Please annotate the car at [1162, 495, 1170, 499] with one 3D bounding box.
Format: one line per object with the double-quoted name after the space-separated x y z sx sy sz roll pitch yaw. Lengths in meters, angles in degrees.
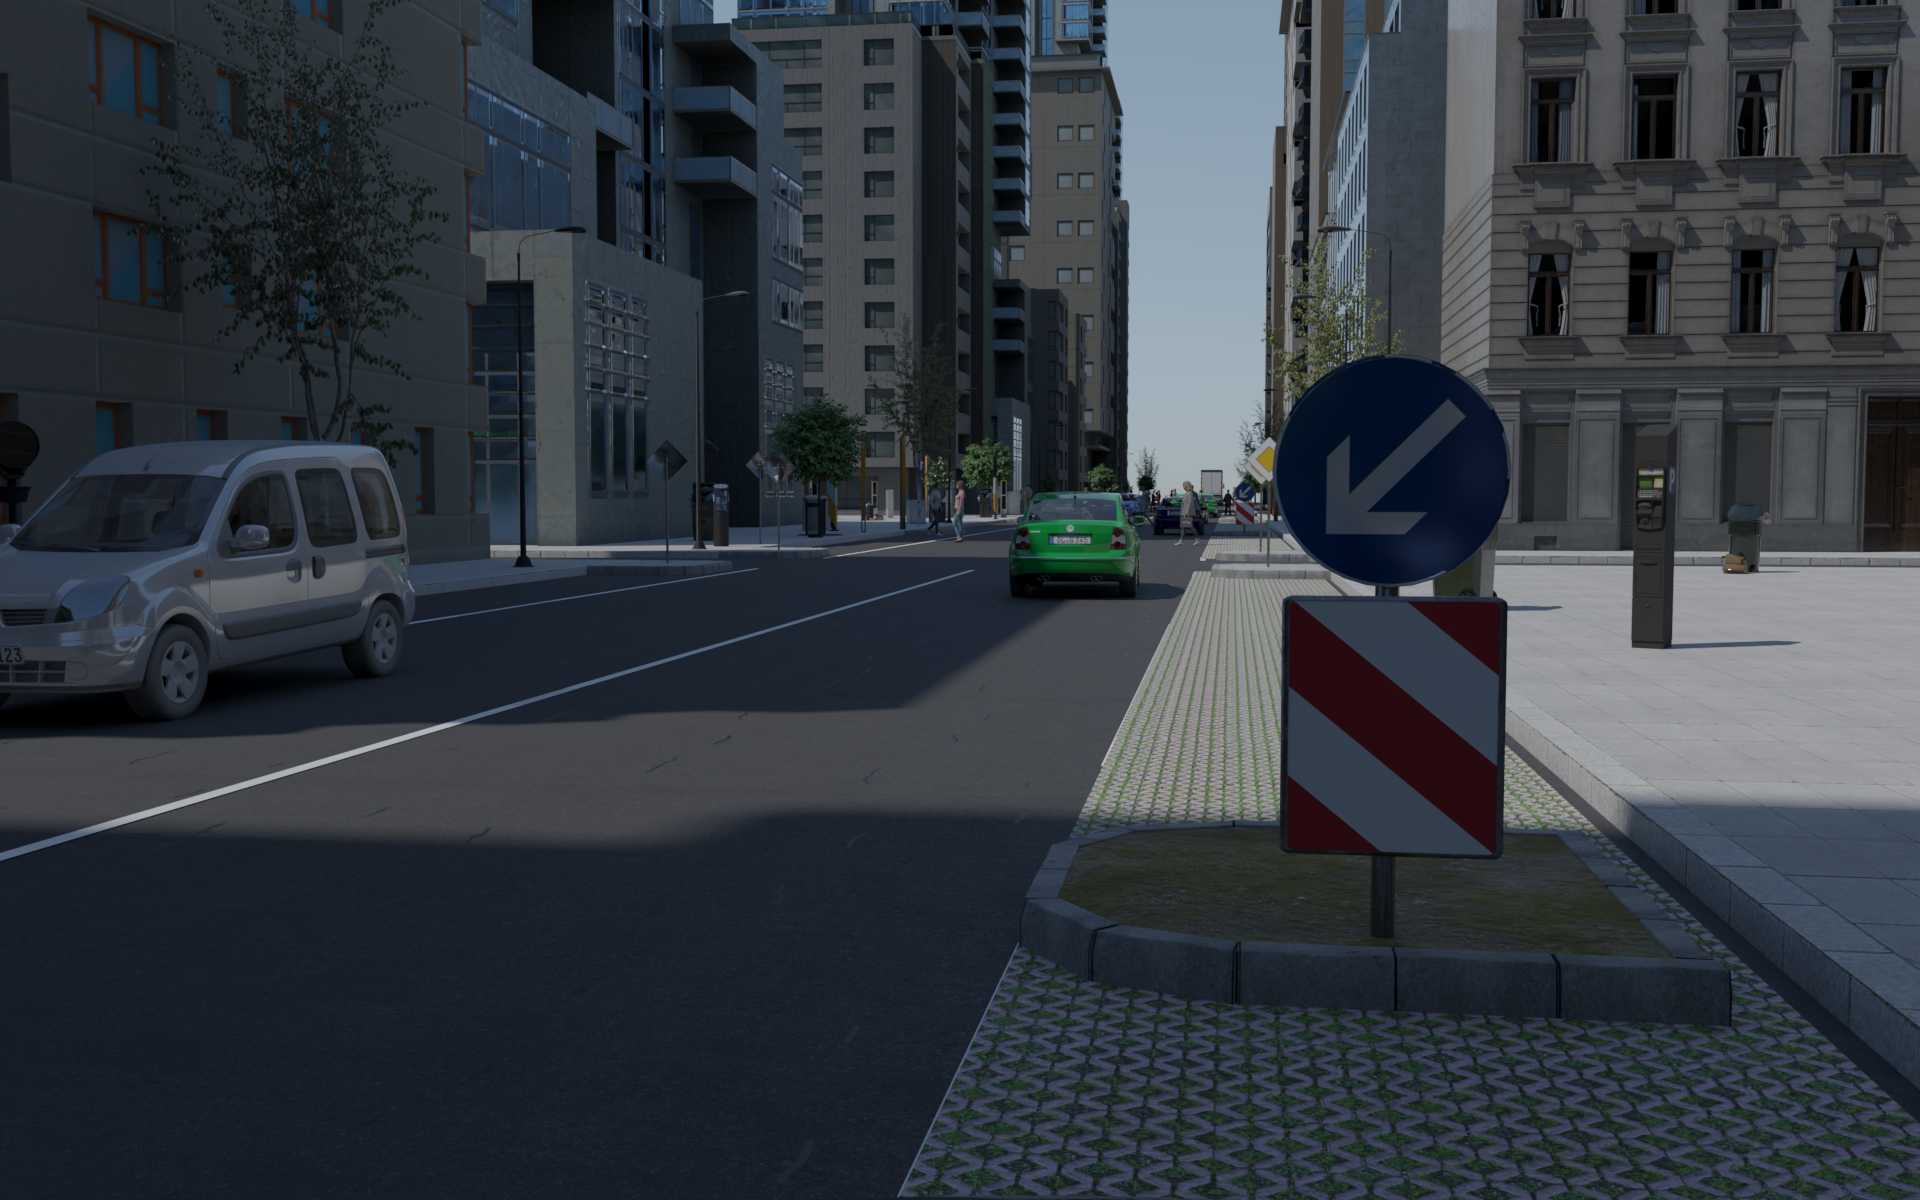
25.891 -12.290 213.523 1.945 1.354 3.894 1 4 8 "car"

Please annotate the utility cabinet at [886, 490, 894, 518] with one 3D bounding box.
-3.757 -5.115 92.307 0.318 1.500 1.173 0 4 -8 "utility cabinet"

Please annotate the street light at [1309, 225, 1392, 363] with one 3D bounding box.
6.866 -3.515 30.013 1.470 5.913 1.316 1 4 9 "street light"

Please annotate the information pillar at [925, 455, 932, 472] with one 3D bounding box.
-1.809 -6.677 100.515 0.504 3.616 0.183 3 4 38 "information pillar"

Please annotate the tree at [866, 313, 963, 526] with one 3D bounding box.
-1.670 -7.294 69.615 4.360 8.622 3.978 0 3 0 "tree"

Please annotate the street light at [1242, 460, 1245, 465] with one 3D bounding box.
33.192 -13.793 198.061 1.470 5.913 1.316 1 4 9 "street light"

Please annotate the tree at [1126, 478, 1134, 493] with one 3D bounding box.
20.095 -13.005 207.236 1.663 3.219 1.824 0 3 0 "tree"

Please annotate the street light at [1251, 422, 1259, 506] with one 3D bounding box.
20.155 -8.712 114.975 1.470 5.913 1.316 1 4 9 "street light"

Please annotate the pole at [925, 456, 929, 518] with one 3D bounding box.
-1.748 -6.028 92.393 0.158 3.312 0.155 0 3 0 "pole"

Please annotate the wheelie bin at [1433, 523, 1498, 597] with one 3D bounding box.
5.549 -0.688 19.153 0.693 1.594 0.980 3 4 37 "wheelie bin"

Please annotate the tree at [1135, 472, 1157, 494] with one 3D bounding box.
27.097 -16.478 253.125 4.285 4.588 4.351 0 3 0 "tree"

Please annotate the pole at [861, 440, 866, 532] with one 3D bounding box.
-3.243 -3.933 58.150 0.158 3.312 0.155 0 3 0 "pole"

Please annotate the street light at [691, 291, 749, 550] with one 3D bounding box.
-5.513 -4.121 39.915 1.470 5.913 1.316 1 4 9 "street light"

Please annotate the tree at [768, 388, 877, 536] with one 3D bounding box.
-4.271 -4.281 53.700 4.285 4.588 4.351 0 3 0 "tree"

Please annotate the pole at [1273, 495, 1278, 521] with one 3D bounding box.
14.816 -5.341 81.168 0.158 3.312 0.155 0 3 0 "pole"

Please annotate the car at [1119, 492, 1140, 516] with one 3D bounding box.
11.145 -6.537 116.466 1.945 1.707 3.694 1 4 11 "car"

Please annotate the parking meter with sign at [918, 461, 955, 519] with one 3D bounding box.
-1.285 -5.799 91.075 1.738 3.016 0.543 2 4 26 "parking meter with sign"

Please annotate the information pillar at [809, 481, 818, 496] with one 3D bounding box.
-6.632 -4.519 78.379 0.304 2.012 0.304 -2 4 -27 "information pillar"

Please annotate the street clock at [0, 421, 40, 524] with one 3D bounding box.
-9.461 -0.779 17.304 0.358 2.002 0.471 3 5 42 "street clock"

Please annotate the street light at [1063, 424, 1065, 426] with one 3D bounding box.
6.312 -8.747 115.556 1.470 5.913 1.316 1 4 9 "street light"

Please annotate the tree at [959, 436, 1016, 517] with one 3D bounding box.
1.594 -6.948 97.308 4.285 4.588 4.351 0 3 0 "tree"

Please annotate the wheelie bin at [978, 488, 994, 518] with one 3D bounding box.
1.419 -5.265 93.997 0.980 1.594 0.693 1 4 11 "wheelie bin"

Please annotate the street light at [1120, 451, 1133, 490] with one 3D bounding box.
19.073 -13.772 197.720 1.470 5.913 1.316 1 4 9 "street light"

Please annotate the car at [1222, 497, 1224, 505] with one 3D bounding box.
33.053 -12.937 223.519 2.014 1.417 4.499 0 4 7 "car"

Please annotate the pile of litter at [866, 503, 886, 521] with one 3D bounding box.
-4.167 -4.313 84.484 1.176 0.858 1.719 3 5 40 "pile of litter"

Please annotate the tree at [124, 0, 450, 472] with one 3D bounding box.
-8.849 -4.479 23.601 4.360 8.622 3.978 0 3 0 "tree"

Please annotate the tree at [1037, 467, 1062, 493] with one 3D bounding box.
6.310 -7.951 124.593 1.663 3.219 1.824 0 3 0 "tree"

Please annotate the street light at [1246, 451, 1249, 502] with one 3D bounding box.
25.888 -10.912 150.954 1.470 5.913 1.316 1 4 9 "street light"

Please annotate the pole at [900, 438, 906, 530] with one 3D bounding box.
-2.070 -4.207 62.622 0.158 3.312 0.155 0 3 0 "pole"

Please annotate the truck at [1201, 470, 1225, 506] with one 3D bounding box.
29.791 -13.195 204.649 2.839 4.237 11.283 1 4 9 "truck"

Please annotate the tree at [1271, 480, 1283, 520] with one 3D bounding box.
16.598 -5.634 86.724 1.663 3.219 1.824 0 3 0 "tree"

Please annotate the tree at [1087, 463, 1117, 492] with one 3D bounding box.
14.841 -12.124 181.943 4.285 4.588 4.351 0 3 0 "tree"

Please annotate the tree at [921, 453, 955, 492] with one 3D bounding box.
-1.040 -5.309 81.396 1.663 3.219 1.824 0 3 0 "tree"

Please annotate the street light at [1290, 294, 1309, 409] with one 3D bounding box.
8.407 -4.144 40.288 1.470 5.913 1.316 1 4 9 "street light"

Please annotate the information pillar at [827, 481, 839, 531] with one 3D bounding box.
-4.412 -4.199 60.005 0.183 3.616 0.504 -3 4 -37 "information pillar"

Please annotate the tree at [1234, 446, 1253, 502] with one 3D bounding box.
43.825 -19.157 263.582 4.360 8.622 3.978 0 3 0 "tree"

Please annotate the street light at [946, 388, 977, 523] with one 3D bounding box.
0.053 -6.342 76.239 1.470 5.913 1.316 1 4 9 "street light"

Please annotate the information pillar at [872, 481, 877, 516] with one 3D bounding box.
-4.963 -5.877 100.584 0.304 2.012 0.304 -1 4 -9 "information pillar"

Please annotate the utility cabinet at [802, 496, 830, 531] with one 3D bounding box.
-5.033 -3.034 60.762 1.020 1.237 0.306 -3 5 -39 "utility cabinet"

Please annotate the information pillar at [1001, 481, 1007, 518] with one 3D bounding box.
2.383 -5.506 94.513 0.304 2.012 0.304 0 4 -2 "information pillar"

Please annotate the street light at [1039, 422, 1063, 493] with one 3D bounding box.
5.690 -8.541 112.179 1.470 5.913 1.316 1 4 9 "street light"

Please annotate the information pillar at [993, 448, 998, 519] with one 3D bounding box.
1.788 -5.889 87.636 0.183 3.616 0.504 1 4 13 "information pillar"

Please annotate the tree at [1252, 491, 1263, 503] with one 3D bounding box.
44.057 -16.220 259.798 1.663 3.219 1.824 0 3 0 "tree"

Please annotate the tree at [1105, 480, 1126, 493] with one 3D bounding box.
16.380 -11.676 185.503 1.663 3.219 1.824 0 3 0 "tree"

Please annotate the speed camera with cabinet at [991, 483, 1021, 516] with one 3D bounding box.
2.751 -6.721 104.219 2.038 3.252 0.660 -3 5 -40 "speed camera with cabinet"

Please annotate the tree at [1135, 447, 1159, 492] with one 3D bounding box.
28.763 -19.238 264.903 4.737 8.622 4.395 0 3 0 "tree"

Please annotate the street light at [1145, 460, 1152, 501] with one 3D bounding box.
24.774 -16.005 234.214 1.470 5.913 1.316 1 4 9 "street light"

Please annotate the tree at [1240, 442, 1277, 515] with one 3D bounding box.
19.866 -7.643 108.673 4.285 4.588 4.351 0 3 0 "tree"

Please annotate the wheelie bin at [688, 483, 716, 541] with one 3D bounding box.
-6.980 -2.420 47.475 0.980 1.594 0.693 0 4 1 "wheelie bin"

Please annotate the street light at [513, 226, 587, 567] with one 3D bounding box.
-7.148 -3.527 30.206 1.470 5.913 1.316 1 4 9 "street light"

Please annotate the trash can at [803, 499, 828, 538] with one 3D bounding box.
-4.272 -2.420 51.212 0.748 1.137 0.748 0 3 0 "trash can"

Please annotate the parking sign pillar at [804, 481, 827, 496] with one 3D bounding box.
-6.979 -5.733 82.203 1.447 3.967 1.447 0 4 -4 "parking sign pillar"

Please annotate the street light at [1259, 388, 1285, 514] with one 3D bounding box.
14.031 -6.342 76.230 1.470 5.913 1.316 1 4 9 "street light"

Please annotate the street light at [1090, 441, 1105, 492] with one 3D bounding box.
12.001 -10.993 152.269 1.470 5.913 1.316 1 4 9 "street light"

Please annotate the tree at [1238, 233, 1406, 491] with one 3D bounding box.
10.511 -5.997 48.408 4.737 8.622 4.395 0 3 0 "tree"
